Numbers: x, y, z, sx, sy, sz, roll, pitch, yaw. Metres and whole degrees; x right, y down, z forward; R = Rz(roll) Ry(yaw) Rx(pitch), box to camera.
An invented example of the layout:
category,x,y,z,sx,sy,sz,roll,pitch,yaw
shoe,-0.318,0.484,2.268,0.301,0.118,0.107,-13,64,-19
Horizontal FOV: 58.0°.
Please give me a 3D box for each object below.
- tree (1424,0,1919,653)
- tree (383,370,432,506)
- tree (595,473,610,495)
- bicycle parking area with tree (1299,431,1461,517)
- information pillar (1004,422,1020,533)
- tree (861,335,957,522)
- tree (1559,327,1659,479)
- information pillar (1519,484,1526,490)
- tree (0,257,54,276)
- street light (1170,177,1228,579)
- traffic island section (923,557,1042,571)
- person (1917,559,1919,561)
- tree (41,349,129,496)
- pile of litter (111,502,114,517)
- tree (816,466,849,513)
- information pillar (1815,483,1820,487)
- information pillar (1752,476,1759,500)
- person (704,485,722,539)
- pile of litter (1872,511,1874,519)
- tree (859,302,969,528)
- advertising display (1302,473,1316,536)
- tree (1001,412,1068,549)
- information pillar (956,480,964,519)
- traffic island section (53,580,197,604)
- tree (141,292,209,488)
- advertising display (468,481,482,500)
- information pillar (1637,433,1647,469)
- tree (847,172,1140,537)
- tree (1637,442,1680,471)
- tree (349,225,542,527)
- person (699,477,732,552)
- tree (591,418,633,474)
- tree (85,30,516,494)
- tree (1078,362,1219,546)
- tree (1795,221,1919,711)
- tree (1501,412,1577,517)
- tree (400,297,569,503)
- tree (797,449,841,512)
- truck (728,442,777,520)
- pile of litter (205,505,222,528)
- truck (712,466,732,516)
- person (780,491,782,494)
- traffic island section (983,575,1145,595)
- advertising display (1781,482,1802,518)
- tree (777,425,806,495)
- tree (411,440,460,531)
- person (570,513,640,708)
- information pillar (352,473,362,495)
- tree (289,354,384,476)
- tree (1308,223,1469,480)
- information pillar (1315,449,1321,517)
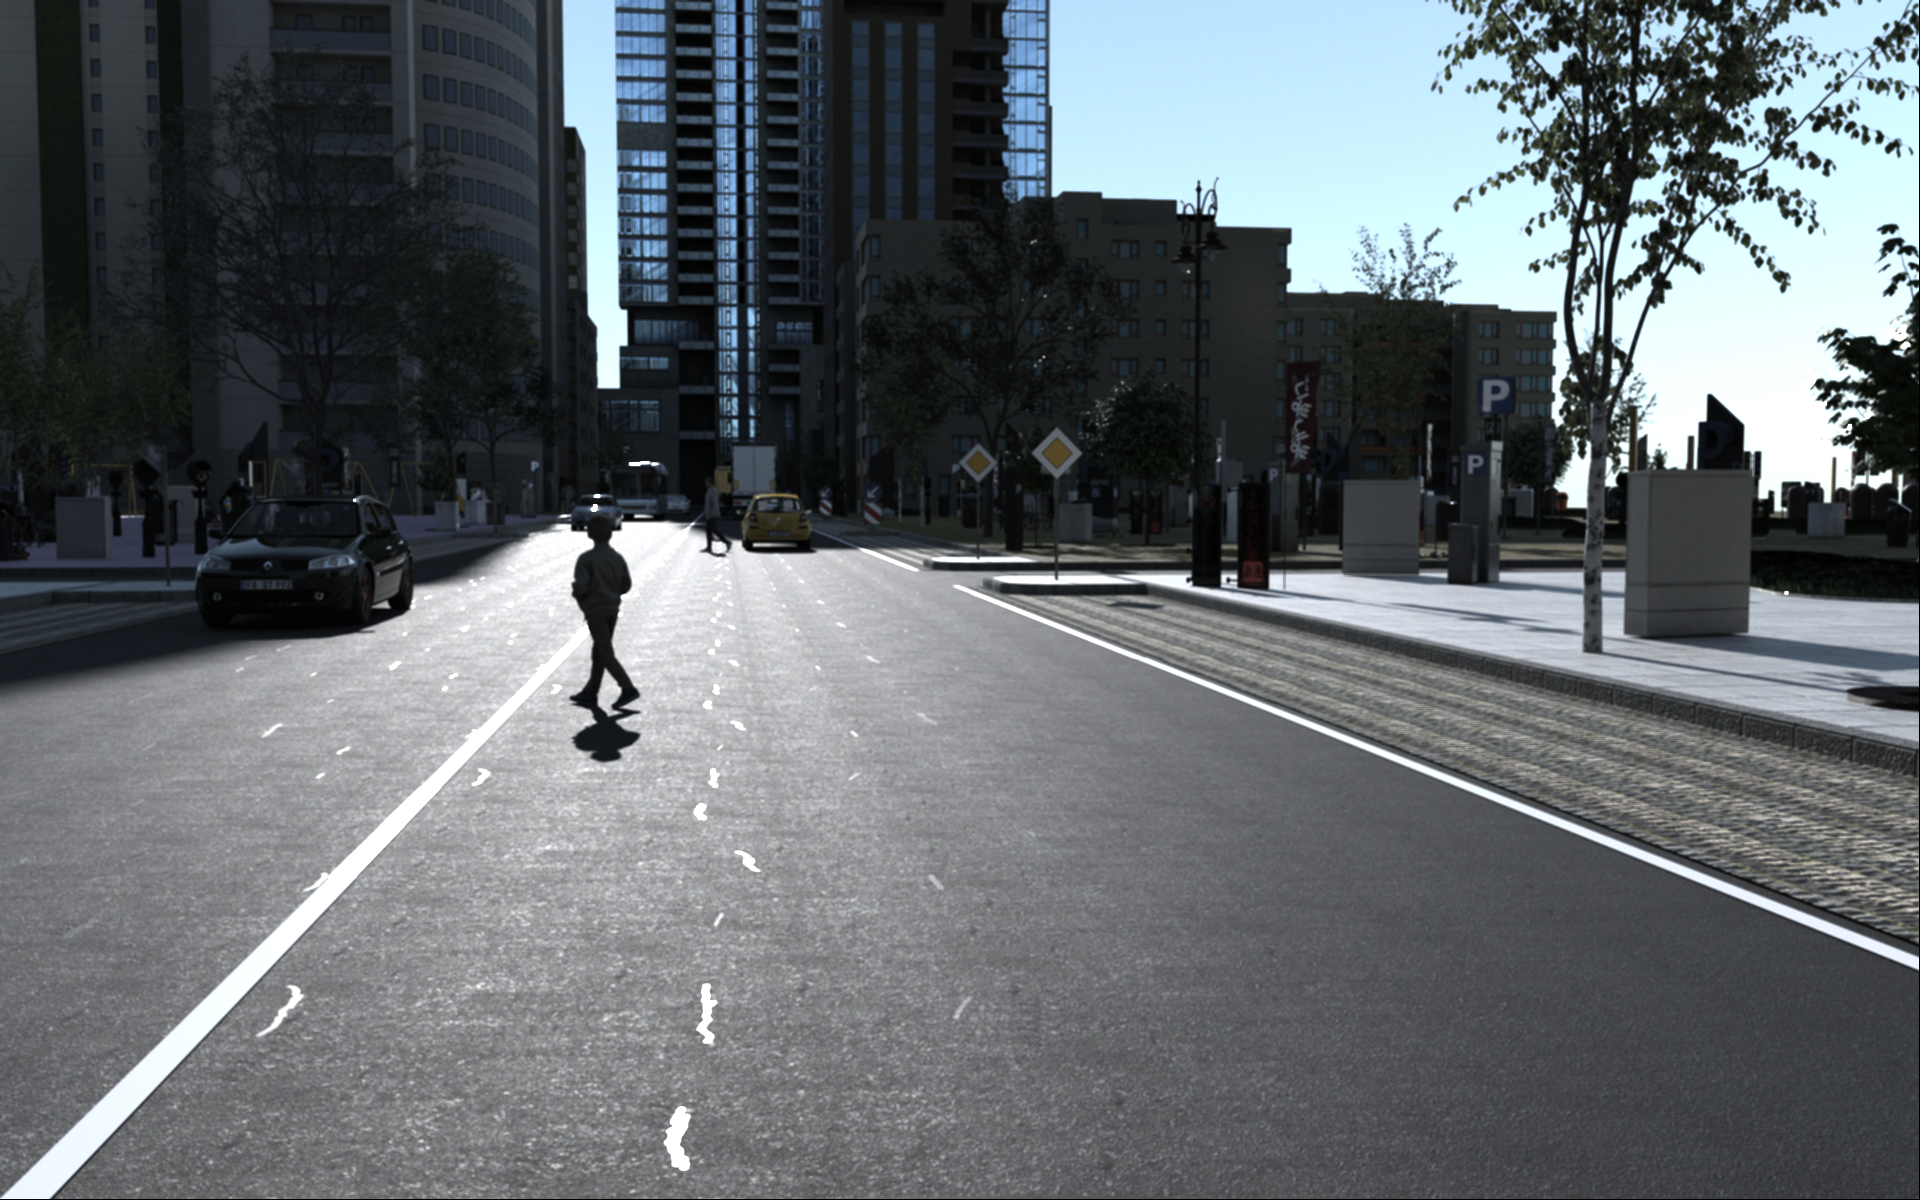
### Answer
category,x,y,z,sx,sy,sz,roll,pitch,yaw
tree,5.373,-3.882,13.841,4.360,8.622,3.978,0,3,0
tree,-32.309,-9.027,97.953,4.360,8.622,3.978,0,3,0
tree,-32.004,-9.838,155.452,1.663,3.219,1.824,0,3,0
bicycle parking area with tree,19.688,-5.768,81.304,9.016,4.147,8.231,0,4,-8
information pillar,1.713,-3.989,56.575,0.504,3.616,0.183,-1,4,-20
tree,-2.559,-7.903,79.570,4.360,8.622,3.978,0,3,0
tree,28.212,-7.682,75.962,4.737,8.622,4.395,0,3,0
information pillar,35.725,-7.254,109.956,0.504,3.616,0.183,1,4,16
tree,-28.840,-6.306,53.471,4.737,8.622,4.395,0,3,0
street light,3.517,-3.235,25.677,0.468,5.910,1.993,0,4,-8
traffic island section,0.373,-0.704,33.788,2.009,0.180,2.903,0,4,-8
person,18.557,-1.464,33.114,0.598,1.740,0.731,-1,4,-22
tree,-43.548,-8.339,86.705,4.360,8.622,3.978,0,3,0
pile of litter,-46.984,-4.966,95.166,1.176,0.858,1.719,1,4,13
tree,-8.537,-7.472,116.774,1.663,3.219,1.824,0,3,0
information pillar,54.959,-6.522,111.128,0.304,2.012,0.304,1,4,9
information pillar,32.988,-4.132,72.048,0.304,2.012,0.304,-1,4,-17
person,-7.968,-2.858,55.475,0.600,1.795,0.529,1,4,20
pile of litter,45.953,-4.500,87.548,1.176,0.858,1.719,0,4,-7
tree,-1.677,-7.026,65.246,4.737,8.622,4.395,0,3,0
advertising display,10.678,-2.922,52.982,0.123,1.923,0.974,0,4,-5
tree,1.766,-2.848,41.168,1.663,3.219,1.824,0,3,0
information pillar,0.020,-5.140,88.529,0.304,2.012,0.304,2,4,32
traffic island section,-11.066,-0.115,24.168,2.009,0.180,2.903,0,4,-8
tree,-29.179,-6.840,62.192,4.737,8.622,4.395,0,3,0
advertising display,-24.058,-4.934,85.878,0.123,1.923,0.974,1,4,19
information pillar,26.255,-4.617,66.842,0.504,3.616,0.183,0,4,0
tree,0.843,-7.142,51.183,8.767,10.594,7.601,0,4,-4
tree,26.163,-4.296,64.843,1.663,3.219,1.824,0,3,0
tree,-19.911,-8.651,67.194,9.928,11.665,9.643,0,3,0
person,-6.034,-2.103,42.738,0.795,1.843,0.661,-1,4,-16
tree,-32.832,-13.084,164.287,4.737,8.622,4.395,0,3,0
tree,-17.175,-8.297,46.020,12.009,13.543,11.850,0,3,0
tree,4.724,-3.626,43.005,4.285,4.588,4.351,0,3,0
tree,6.024,-0.982,10.654,1.663,3.219,1.824,0,3,0
tree,23.152,-5.268,69.840,4.285,4.588,4.351,0,3,0
tree,-20.580,-8.634,75.573,7.601,10.594,8.767,0,4,-4
tree,-10.247,-8.721,126.303,4.285,4.588,4.351,0,3,0
truck,-11.772,-6.698,98.427,2.839,4.237,11.283,0,4,-7
pile of litter,-28.919,-3.218,66.576,1.719,0.858,1.176,-1,4,-18
truck,-15.357,-7.499,118.534,3.469,3.379,9.791,0,4,-6
person,-16.115,-8.965,155.631,0.434,1.755,0.990,-3,4,-38
traffic island section,1.459,-0.220,25.877,2.009,0.180,2.903,0,4,-8
advertising display,42.958,-5.156,89.517,0.123,1.923,0.974,-3,5,-39
tree,-17.777,-14.340,184.828,4.737,8.622,4.395,0,3,0
tree,-18.342,-4.080,61.306,1.663,3.219,1.824,0,3,0
person,-2.416,0.070,11.636,0.640,1.303,0.475,2,4,26
information pillar,-20.702,-3.365,59.517,0.304,2.012,0.304,-2,4,-24
tree,-33.215,-8.568,90.449,4.360,8.622,3.978,0,3,0
tree,11.602,-5.870,46.339,4.737,8.622,4.395,0,3,0
information pillar,18.224,-5.886,87.588,0.504,3.616,0.183,1,4,20
